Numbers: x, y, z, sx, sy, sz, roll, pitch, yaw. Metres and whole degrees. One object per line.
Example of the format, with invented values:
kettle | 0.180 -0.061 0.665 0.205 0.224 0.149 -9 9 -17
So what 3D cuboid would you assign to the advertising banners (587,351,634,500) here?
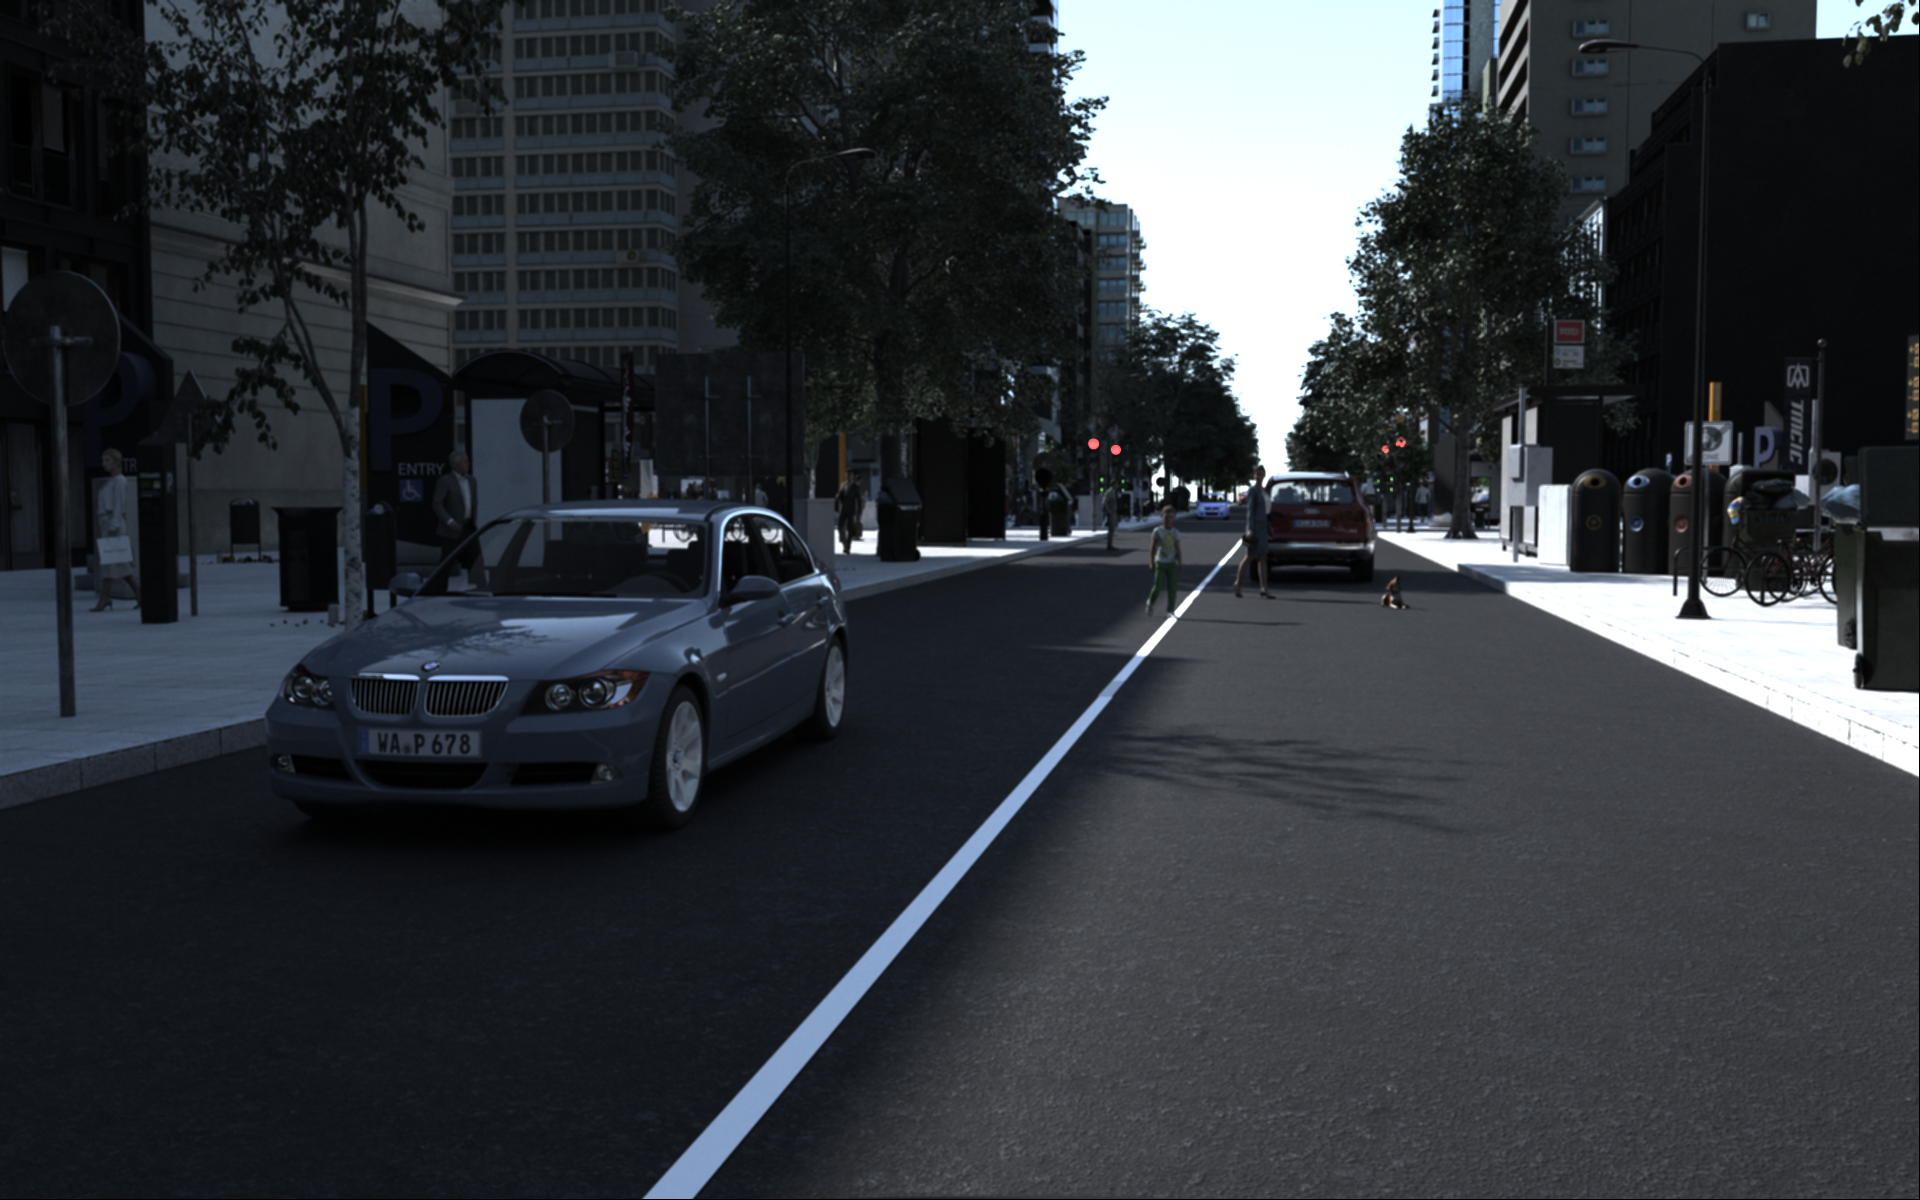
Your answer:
advertising banners | -4.457 -1.586 22.125 0.090 3.025 2.074 -2 4 -27

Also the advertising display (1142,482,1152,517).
advertising display | 10.212 -5.505 95.216 0.123 1.923 0.974 -2 4 -28

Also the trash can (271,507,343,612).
trash can | -7.148 -0.450 19.009 0.748 1.137 0.748 0 3 0

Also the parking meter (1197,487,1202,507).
parking meter | 18.811 -7.969 136.010 0.399 1.863 0.255 -3 4 -38

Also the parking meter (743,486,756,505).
parking meter | -6.506 -2.760 53.530 0.372 1.533 0.369 0 3 0

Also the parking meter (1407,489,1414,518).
parking meter | 24.513 -5.250 94.242 0.372 1.533 0.369 0 3 0

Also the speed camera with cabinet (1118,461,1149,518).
speed camera with cabinet | 9.209 -6.045 93.163 2.038 3.252 0.660 -2 4 -31

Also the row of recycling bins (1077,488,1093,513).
row of recycling bins | 8.855 -6.796 118.223 1.069 1.692 3.534 2 4 25

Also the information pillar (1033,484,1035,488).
information pillar | 5.207 -7.308 123.971 0.304 2.012 0.304 0 4 -1

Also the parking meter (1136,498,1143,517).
parking meter | 9.937 -5.534 96.187 0.399 1.863 0.255 0 4 8

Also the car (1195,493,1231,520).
car | 14.052 -5.286 96.013 1.945 1.707 3.694 1 4 11

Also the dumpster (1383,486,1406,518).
dumpster | 23.164 -5.309 92.566 1.264 1.857 1.865 1 4 11

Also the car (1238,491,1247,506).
car | 35.450 -12.541 213.713 2.281 1.827 5.304 1 4 10

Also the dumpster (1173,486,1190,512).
dumpster | 15.810 -7.239 124.109 1.264 1.857 1.865 1 4 11

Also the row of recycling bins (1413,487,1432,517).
row of recycling bins | 26.809 -5.703 100.355 1.069 1.692 3.534 1 4 20

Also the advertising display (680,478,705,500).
advertising display | -10.695 -3.915 69.218 0.974 1.923 0.123 0 4 5

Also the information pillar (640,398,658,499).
information pillar | -7.577 -3.088 41.841 0.183 3.616 0.504 -3 4 -39

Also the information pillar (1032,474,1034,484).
information pillar | 5.561 -8.592 131.829 0.183 3.616 0.504 0 4 7

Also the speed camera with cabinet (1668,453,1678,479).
speed camera with cabinet | 33.162 -5.397 82.576 2.038 3.252 0.660 0 4 3

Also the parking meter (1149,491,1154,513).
parking meter | 13.307 -6.840 120.244 0.372 1.533 0.369 0 3 0

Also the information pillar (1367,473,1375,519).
information pillar | 21.405 -6.043 90.164 0.183 3.616 0.504 -3 5 -39

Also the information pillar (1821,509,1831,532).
information pillar | 22.608 -2.499 45.354 0.304 2.012 0.304 1 4 9

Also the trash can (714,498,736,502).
trash can | -8.113 -2.946 59.823 0.748 1.137 0.748 0 3 0

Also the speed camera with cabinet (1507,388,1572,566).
speed camera with cabinet | 10.797 -2.282 31.639 0.660 3.252 2.038 -1 4 -14

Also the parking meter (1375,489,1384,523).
parking meter | 18.625 -4.190 76.924 0.372 1.533 0.369 0 3 0

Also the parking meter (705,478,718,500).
parking meter | -8.937 -3.459 62.265 0.399 1.863 0.255 2 4 29

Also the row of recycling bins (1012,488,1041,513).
row of recycling bins | 4.395 -6.536 113.971 1.069 1.692 3.534 -1 4 -21

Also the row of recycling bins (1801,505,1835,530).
row of recycling bins | 31.009 -3.397 62.654 3.534 1.692 1.069 1 4 12

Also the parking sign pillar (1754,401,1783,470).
parking sign pillar | 23.318 -3.745 49.699 1.447 3.967 1.447 0 4 -4

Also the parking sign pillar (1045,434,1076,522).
parking sign pillar | 4.471 -5.435 77.341 1.447 3.967 1.447 -1 4 -17

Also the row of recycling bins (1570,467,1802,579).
row of recycling bins | 11.283 -1.245 27.473 1.069 1.692 3.534 -2 4 -35

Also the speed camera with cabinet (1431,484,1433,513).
speed camera with cabinet | 32.381 -7.409 115.473 2.038 3.252 0.660 1 4 13

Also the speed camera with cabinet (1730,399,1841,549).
speed camera with cabinet | 17.210 -2.553 36.081 2.038 3.252 0.660 0 4 -4

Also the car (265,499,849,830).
car | -1.779 0.183 9.019 2.014 1.417 4.499 1 4 9

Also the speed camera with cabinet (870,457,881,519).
speed camera with cabinet | -4.181 -5.691 87.391 0.660 3.252 2.038 0 4 1

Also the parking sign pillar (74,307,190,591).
parking sign pillar | -11.286 -2.144 23.526 1.447 3.967 1.447 2 4 25

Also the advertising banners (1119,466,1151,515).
advertising banners | 10.684 -6.739 106.364 2.074 3.025 0.090 1 4 16

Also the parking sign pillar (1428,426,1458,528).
parking sign pillar | 18.619 -4.738 65.943 1.447 3.967 1.447 -1 4 -20

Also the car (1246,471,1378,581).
car | 6.110 -1.311 30.112 2.281 1.827 5.304 1 4 11

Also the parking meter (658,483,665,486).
parking meter | -15.325 -5.089 88.923 0.255 1.863 0.399 1 4 16

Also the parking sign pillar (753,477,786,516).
parking sign pillar | -9.219 -5.696 81.600 1.447 3.967 1.447 -2 4 -35

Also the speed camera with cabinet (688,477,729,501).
speed camera with cabinet | -12.148 -5.465 83.694 2.038 3.252 0.660 2 4 29

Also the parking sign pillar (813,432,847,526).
parking sign pillar | -5.270 -4.997 70.180 1.447 3.967 1.447 1 4 15

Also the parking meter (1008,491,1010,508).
parking meter | 3.717 -7.715 134.550 0.372 1.533 0.369 0 3 0

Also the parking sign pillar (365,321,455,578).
parking sign pillar | -8.562 -2.358 27.024 1.447 3.967 1.447 -1 4 -12

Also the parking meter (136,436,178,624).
parking meter | -7.988 -0.705 17.233 0.255 1.863 0.399 0 4 -7

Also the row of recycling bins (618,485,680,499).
row of recycling bins | -14.019 -4.385 78.804 3.534 1.692 1.069 -1 4 -19

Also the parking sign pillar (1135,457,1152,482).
parking sign pillar | 13.084 -8.277 123.795 1.447 3.967 1.447 3 5 45

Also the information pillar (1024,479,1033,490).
information pillar | 3.212 -4.788 82.768 0.304 2.012 0.304 1 4 9

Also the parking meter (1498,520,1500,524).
parking meter | 23.051 -4.184 74.111 0.399 1.863 0.255 2 4 23

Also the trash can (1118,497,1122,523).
trash can | 6.767 -3.947 76.189 0.748 1.137 0.748 0 3 0
